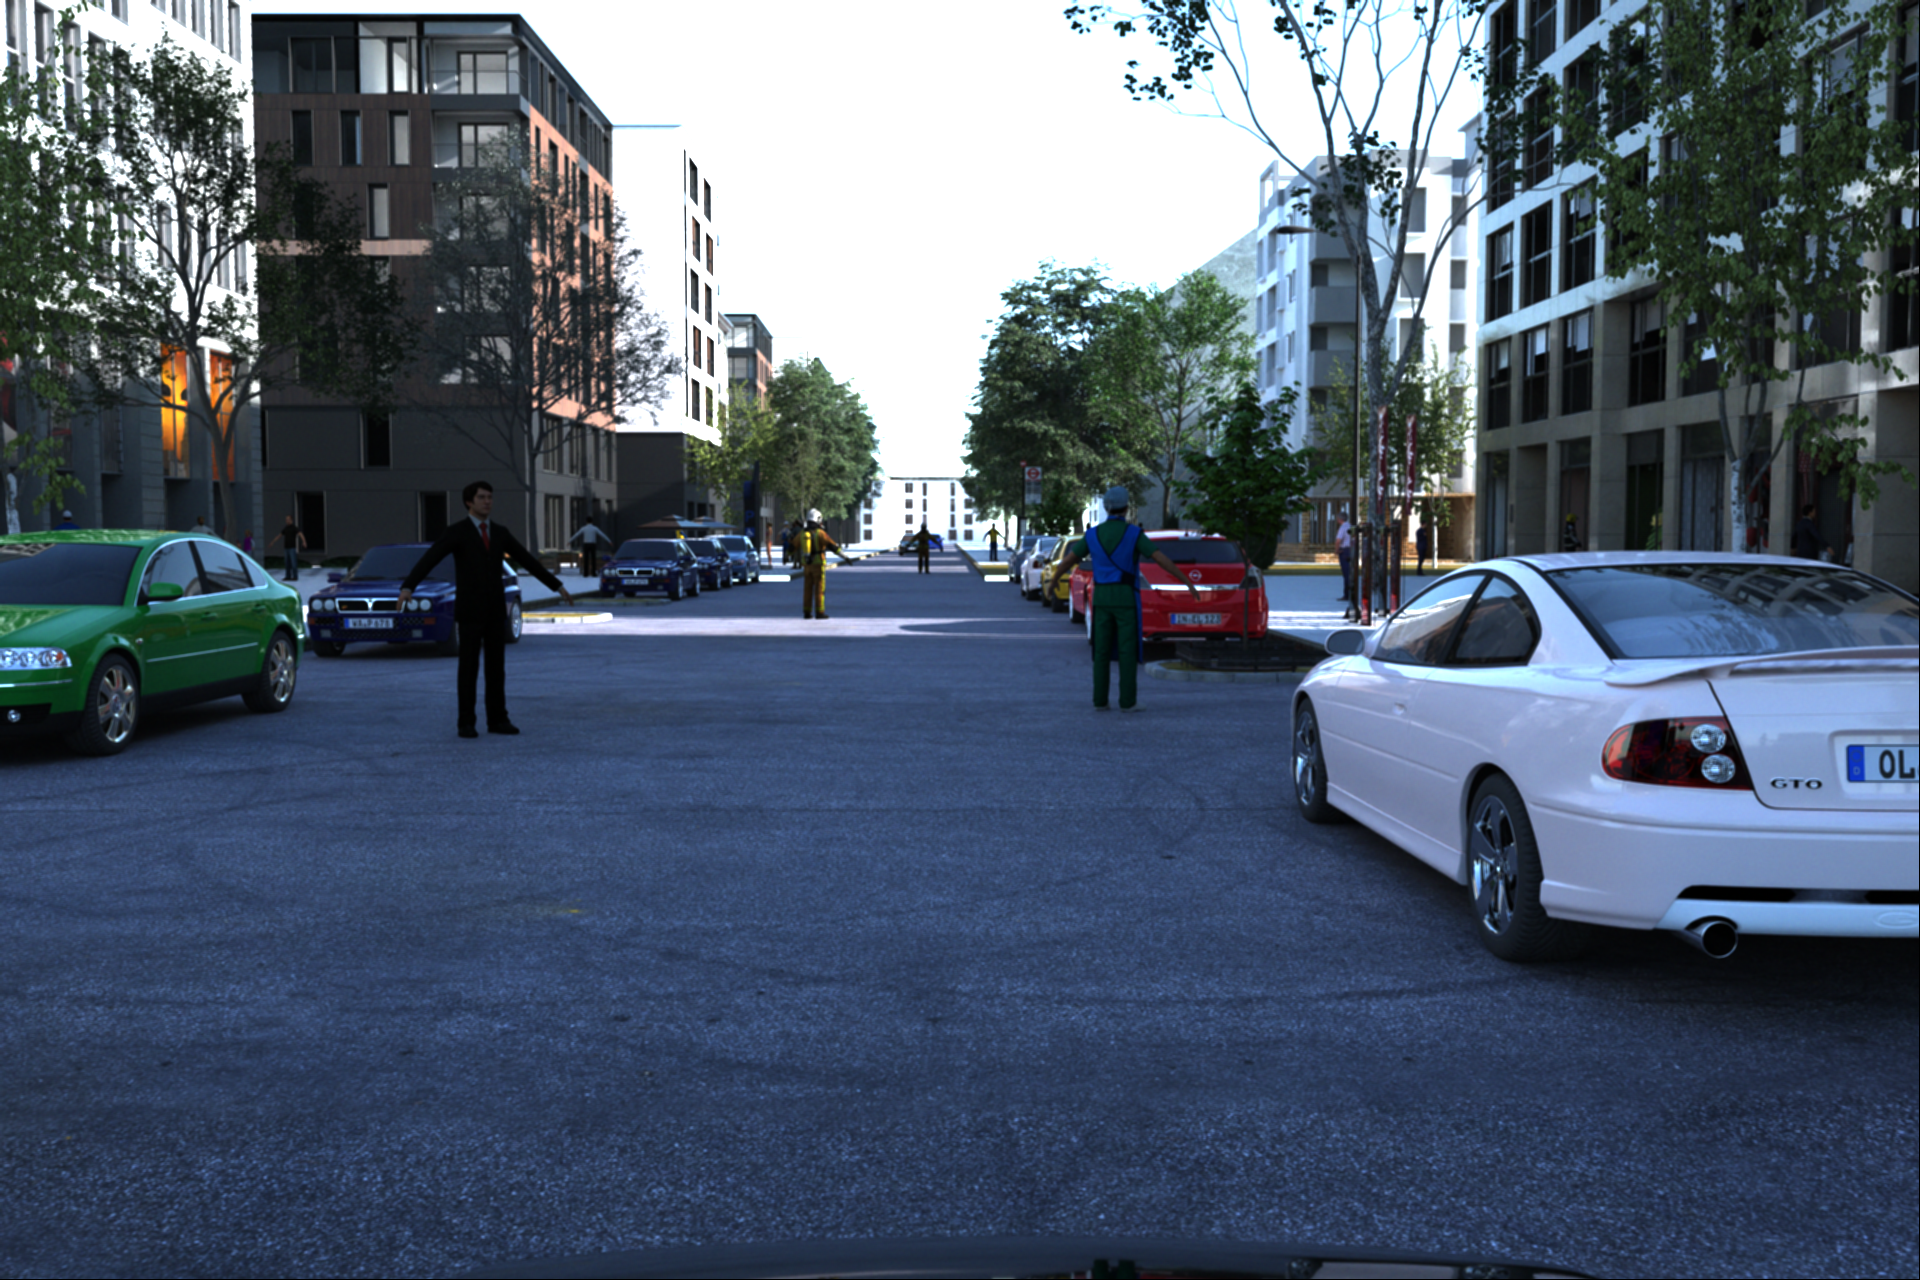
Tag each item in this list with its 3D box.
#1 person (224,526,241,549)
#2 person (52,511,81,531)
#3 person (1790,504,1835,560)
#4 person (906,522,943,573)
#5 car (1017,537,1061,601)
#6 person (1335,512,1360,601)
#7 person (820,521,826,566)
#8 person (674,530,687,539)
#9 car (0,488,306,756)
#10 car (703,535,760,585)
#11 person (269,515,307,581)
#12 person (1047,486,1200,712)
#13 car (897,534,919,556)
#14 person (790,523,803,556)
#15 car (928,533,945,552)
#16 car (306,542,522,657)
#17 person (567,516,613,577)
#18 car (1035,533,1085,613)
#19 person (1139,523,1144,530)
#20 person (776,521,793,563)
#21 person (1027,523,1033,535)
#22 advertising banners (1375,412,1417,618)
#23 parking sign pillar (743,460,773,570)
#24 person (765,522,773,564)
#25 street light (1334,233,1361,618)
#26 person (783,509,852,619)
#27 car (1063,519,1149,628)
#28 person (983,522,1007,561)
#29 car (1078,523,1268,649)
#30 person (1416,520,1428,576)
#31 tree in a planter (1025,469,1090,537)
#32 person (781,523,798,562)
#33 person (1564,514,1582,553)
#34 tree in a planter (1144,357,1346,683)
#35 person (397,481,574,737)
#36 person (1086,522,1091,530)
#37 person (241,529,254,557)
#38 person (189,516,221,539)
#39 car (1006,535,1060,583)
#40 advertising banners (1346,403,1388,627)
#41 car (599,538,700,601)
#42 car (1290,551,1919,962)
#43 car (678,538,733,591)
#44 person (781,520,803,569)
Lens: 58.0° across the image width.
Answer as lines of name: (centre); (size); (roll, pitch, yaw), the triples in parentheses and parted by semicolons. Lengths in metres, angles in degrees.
person: (-18.736, -2.355, 44.618); (0.704, 1.816, 1.345); (-2, 4, -31)
person: (-21.569, -2.202, 41.888); (1.347, 1.842, 0.705); (-2, 4, -31)
person: (15.414, -1.554, 31.464); (0.704, 1.823, 1.345); (0, 4, -3)
person: (-1.313, -3.349, 62.983); (1.354, 1.858, 0.705); (-1, 4, -15)
car: (2.342, -1.610, 38.692); (2.083, 1.381, 4.827); (0, 4, 0)
person: (7.381, -1.610, 33.306); (0.756, 1.711, 0.436); (-3, 4, -36)
person: (-5.639, -3.907, 70.002); (0.705, 1.813, 1.348); (2, 4, 26)
person: (-11.970, -4.164, 74.537); (0.721, 1.772, 1.216); (-3, 5, -39)
car: (-6.336, -0.231, 12.580); (1.959, 1.807, 4.718); (0, 4, 0)
car: (-6.814, -2.326, 50.038); (2.014, 1.417, 4.499); (0, 3, 0)
person: (-18.394, -2.526, 47.523); (1.348, 1.803, 0.705); (2, 4, 25)
person: (1.283, -0.334, 14.040); (1.347, 1.817, 0.704); (2, 4, 29)
car: (-3.206, -6.491, 115.914); (2.009, 1.686, 4.222); (0, 4, -1)
person: (-8.198, -5.028, 88.345); (1.345, 1.843, 0.704); (3, 5, 42)
car: (-2.210, -8.025, 140.799); (1.945, 1.707, 3.694); (0, 4, -1)
car: (-6.676, -0.543, 21.464); (1.945, 1.354, 3.894); (0, 3, 0)
person: (-11.006, -2.773, 51.500); (1.344, 1.810, 0.704); (-1, 4, -11)
car: (2.482, -1.395, 33.026); (2.015, 1.641, 3.980); (0, 4, -1)
person: (8.445, -4.573, 80.898); (1.346, 1.812, 0.704); (1, 4, 22)
person: (-7.699, -4.347, 76.928); (1.347, 1.847, 0.705); (3, 4, 36)
person: (3.486, -4.812, 84.858); (0.705, 1.806, 1.347); (1, 4, 19)
advertising banners: (6.544, -1.824, 26.012); (0.090, 3.025, 2.074); (0, 4, 0)
parking sign pillar: (-7.524, -4.541, 62.713); (1.447, 3.967, 1.447); (0, 4, 1)
person: (-7.468, -3.679, 66.956); (0.721, 1.733, 1.217); (0, 4, -7)
street light: (6.544, -3.283, 26.217); (1.470, 5.913, 1.316); (0, 4, 0)
person: (-2.451, -1.286, 29.253); (1.354, 1.858, 0.705); (2, 4, 27)
car: (2.693, -1.074, 26.608); (2.155, 1.783, 4.494); (0, 4, -1)
person: (1.599, -4.624, 81.564); (1.349, 1.833, 0.705); (-2, 4, -33)
car: (2.556, -0.737, 21.092); (2.155, 1.783, 4.494); (0, 4, -1)
person: (14.132, -2.815, 52.995); (0.541, 1.710, 0.530); (-3, 4, -38)
tree in a planter: (2.698, -3.111, 48.080); (1.991, 3.239, 1.994); (0, 4, -1)
person: (-7.491, -4.419, 78.473); (1.346, 1.802, 0.704); (1, 4, 12)
person: (17.267, -2.637, 48.880); (0.704, 1.858, 1.351); (0, 4, 6)
tree in a planter: (2.921, -1.246, 17.595); (1.991, 3.239, 1.994); (0, 4, -1)
person: (-3.397, -0.226, 12.336); (1.347, 1.806, 0.705); (-3, 5, -42)
person: (6.270, -4.834, 84.823); (0.705, 1.856, 1.354); (3, 5, 39)
person: (-22.357, -2.750, 54.225); (0.991, 1.433, 0.599); (3, 4, 39)
person: (-22.594, -2.785, 51.618); (1.344, 1.819, 0.704); (-3, 4, -38)
car: (2.399, -2.417, 51.518); (2.014, 1.417, 4.499); (0, 4, -2)
advertising banners: (5.698, -1.716, 24.247); (0.090, 3.025, 2.074); (0, 4, 0)
car: (-6.864, -1.584, 38.475); (1.945, 1.354, 3.894); (0, 3, 0)
car: (2.678, 0.316, 7.201); (2.083, 1.381, 4.827); (0, 4, -2)
car: (-6.949, -1.980, 44.954); (1.945, 1.354, 3.894); (0, 4, 0)
person: (-6.001, -3.509, 63.637); (0.705, 1.796, 1.348); (3, 5, 42)
